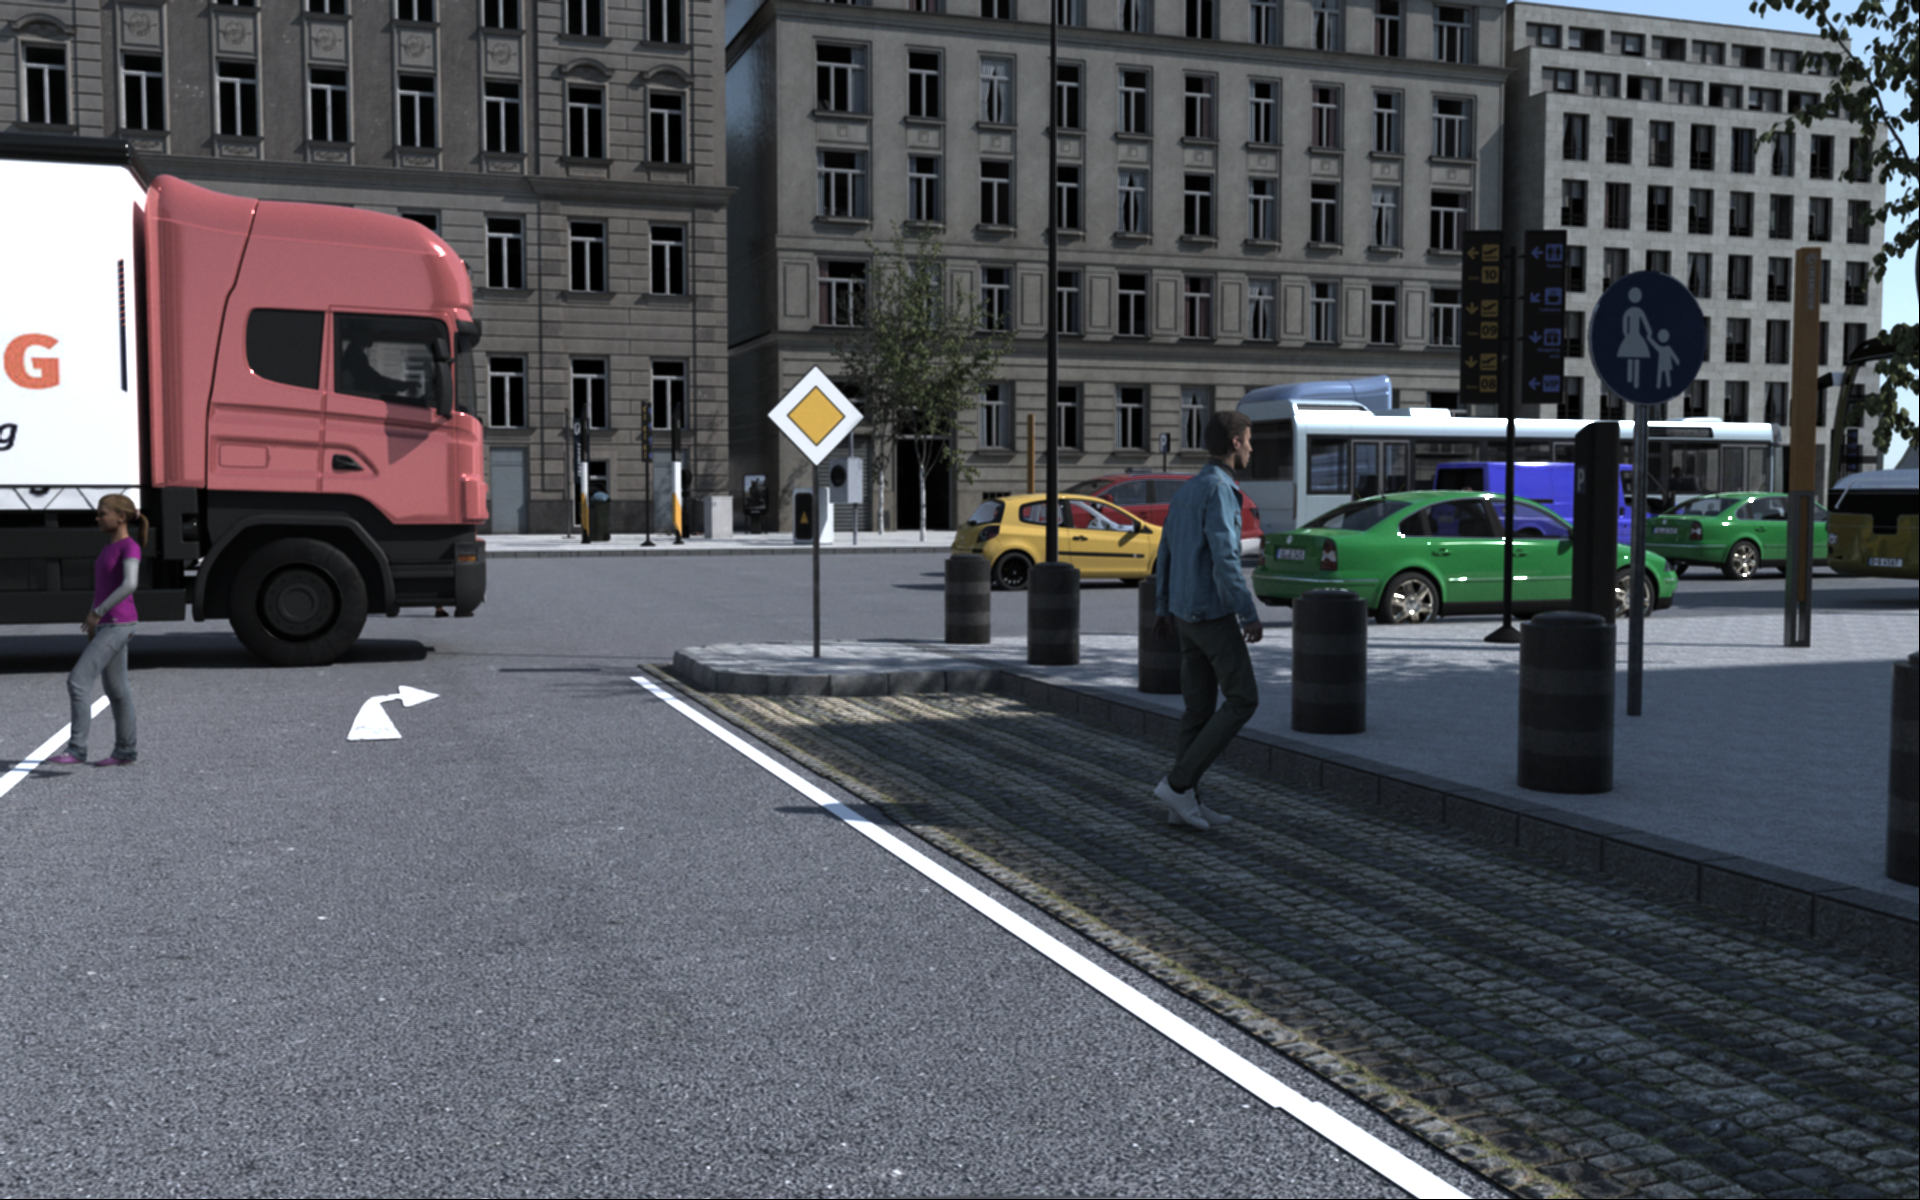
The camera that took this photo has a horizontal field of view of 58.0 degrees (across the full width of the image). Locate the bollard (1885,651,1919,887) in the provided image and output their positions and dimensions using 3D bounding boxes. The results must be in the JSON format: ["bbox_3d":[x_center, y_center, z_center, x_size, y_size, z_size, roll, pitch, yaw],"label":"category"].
[{"bbox_3d":[3.298,0.550,5.729,0.404,0.777,0.398,0,3,0],"label":"bollard"}]

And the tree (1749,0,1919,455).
[{"bbox_3d":[6.861,-3.732,11.375,4.737,8.622,4.395,0,3,0],"label":"tree"}]

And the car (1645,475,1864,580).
[{"bbox_3d":[13.952,-1.295,29.975,4.718,1.807,1.959,-1,4,-21],"label":"car"}]

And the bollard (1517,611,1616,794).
[{"bbox_3d":[2.652,0.437,7.573,0.404,0.777,0.398,0,3,0],"label":"bollard"}]

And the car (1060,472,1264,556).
[{"bbox_3d":[2.842,-1.370,31.068,5.304,1.827,2.281,-1,4,-20],"label":"car"}]

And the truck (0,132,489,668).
[{"bbox_3d":[-9.050,-1.543,14.150,11.283,4.237,2.839,-1,4,-19],"label":"truck"}]

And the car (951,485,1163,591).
[{"bbox_3d":[1.876,-1.013,26.791,3.980,1.641,2.015,-1,4,-18],"label":"car"}]

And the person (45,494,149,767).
[{"bbox_3d":[-4.489,0.174,8.892,0.726,1.435,0.776,3,5,44],"label":"person"}]

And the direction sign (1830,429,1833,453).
[{"bbox_3d":[30.760,-4.179,60.332,0.876,3.537,0.379,1,4,8],"label":"direction sign"}]

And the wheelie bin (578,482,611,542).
[{"bbox_3d":[-9.878,-2.383,46.868,0.980,1.594,0.693,2,4,26],"label":"wheelie bin"}]

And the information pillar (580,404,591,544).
[{"bbox_3d":[-9.736,-3.275,44.893,0.183,3.616,0.504,0,4,-1],"label":"information pillar"}]

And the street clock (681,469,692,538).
[{"bbox_3d":[-8.050,-2.819,50.659,0.358,2.002,0.471,-3,5,-43],"label":"street clock"}]

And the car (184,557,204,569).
[{"bbox_3d":[-13.536,-1.299,33.597,4.827,1.381,2.083,-1,4,-17],"label":"car"}]

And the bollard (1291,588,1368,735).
[{"bbox_3d":[2.007,0.324,9.412,0.404,0.777,0.398,0,3,0],"label":"bollard"}]

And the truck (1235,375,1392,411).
[{"bbox_3d":[14.703,-3.199,42.056,18.799,4.110,2.967,-1,4,-20],"label":"truck"}]

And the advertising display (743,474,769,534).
[{"bbox_3d":[-6.579,-3.096,55.841,0.974,1.923,0.123,2,4,34],"label":"advertising display"}]

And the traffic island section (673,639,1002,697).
[{"bbox_3d":[-1.108,0.530,13.618,2.009,0.180,2.903,-1,4,-19],"label":"traffic island section"}]

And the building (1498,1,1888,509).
[{"bbox_3d":[28.333,-13.369,73.338,16.860,20.320,10.420,-1,4,-19],"label":"building"}]

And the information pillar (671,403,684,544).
[{"bbox_3d":[-7.231,-3.233,44.218,0.183,3.616,0.504,1,4,10],"label":"information pillar"}]

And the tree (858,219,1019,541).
[{"bbox_3d":[-0.859,-5.880,46.498,4.737,8.622,4.395,0,3,0],"label":"tree"}]

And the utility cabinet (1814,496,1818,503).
[{"bbox_3d":[30.261,-3.125,62.256,1.020,1.237,0.306,0,4,-3],"label":"utility cabinet"}]

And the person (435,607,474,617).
[{"bbox_3d":[-5.972,-0.628,20.221,0.566,1.644,0.517,-2,4,-25],"label":"person"}]

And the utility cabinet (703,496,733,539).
[{"bbox_3d":[-7.020,-2.393,50.289,0.306,1.237,1.020,2,4,29],"label":"utility cabinet"}]

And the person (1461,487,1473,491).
[{"bbox_3d":[8.363,-1.088,28.495,0.429,1.552,0.499,0,4,3],"label":"person"}]

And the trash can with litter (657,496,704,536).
[{"bbox_3d":[-8.463,-2.610,53.733,2.233,1.210,1.678,-2,4,-35],"label":"trash can with litter"}]

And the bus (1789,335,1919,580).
[{"bbox_3d":[17.440,-1.984,23.987,12.252,3.916,2.896,-1,4,-18],"label":"bus"}]

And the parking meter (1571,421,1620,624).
[{"bbox_3d":[5.194,-0.517,14.171,0.255,1.863,0.399,0,4,1],"label":"parking meter"}]

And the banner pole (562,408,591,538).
[{"bbox_3d":[-11.139,-3.684,50.250,0.863,3.779,0.401,-1,4,-17],"label":"banner pole"}]

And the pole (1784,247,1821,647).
[{"bbox_3d":[7.039,-1.261,14.467,0.158,3.312,0.155,0,3,0],"label":"pole"}]

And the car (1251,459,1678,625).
[{"bbox_3d":[5.463,-0.594,18.505,4.718,1.807,1.959,-1,4,-20],"label":"car"}]

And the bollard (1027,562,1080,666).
[{"bbox_3d":[0.708,0.098,13.117,0.404,0.777,0.398,0,3,0],"label":"bollard"}]

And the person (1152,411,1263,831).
[{"bbox_3d":[1.028,0.090,7.365,0.444,1.785,0.601,-1,4,-8],"label":"person"}]

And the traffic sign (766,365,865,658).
[{"bbox_3d":[-1.128,-0.605,13.534,0.795,2.450,0.064,-1,4,-19],"label":"traffic sign"}]

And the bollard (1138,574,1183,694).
[{"bbox_3d":[1.359,0.212,11.258,0.404,0.777,0.398,0,3,0],"label":"bollard"}]

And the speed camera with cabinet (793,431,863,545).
[{"bbox_3d":[-3.370,-3.031,43.887,2.038,3.252,0.660,3,5,42],"label":"speed camera with cabinet"}]

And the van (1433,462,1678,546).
[{"bbox_3d":[11.842,-1.802,33.853,5.245,2.365,2.240,-1,4,-20],"label":"van"}]

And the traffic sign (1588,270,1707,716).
[{"bbox_3d":[3.914,-0.604,9.976,0.768,2.556,0.104,-1,4,-14],"label":"traffic sign"}]

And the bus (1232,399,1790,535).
[{"bbox_3d":[12.204,-2.566,36.808,13.247,3.499,2.948,-1,4,-21],"label":"bus"}]

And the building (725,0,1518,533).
[{"bbox_3d":[4.997,-14.392,68.587,30.059,22.955,16.112,-1,4,-19],"label":"building"}]

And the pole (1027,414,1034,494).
[{"bbox_3d":[1.814,-3.092,44.394,0.158,3.312,0.155,0,3,0],"label":"pole"}]

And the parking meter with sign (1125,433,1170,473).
[{"bbox_3d":[5.081,-3.254,49.466,1.738,3.016,0.543,-1,4,-17],"label":"parking meter with sign"}]

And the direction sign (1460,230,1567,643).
[{"bbox_3d":[4.757,-1.404,14.960,0.876,3.537,0.379,0,4,2],"label":"direction sign"}]

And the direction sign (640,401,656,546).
[{"bbox_3d":[-7.695,-3.096,42.611,0.379,3.537,0.876,0,4,4],"label":"direction sign"}]

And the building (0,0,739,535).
[{"bbox_3d":[-20.794,-15.900,57.234,25.104,27.353,12.463,-1,4,-19],"label":"building"}]

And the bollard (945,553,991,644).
[{"bbox_3d":[0.066,-0.014,14.953,0.404,0.777,0.398,0,3,0],"label":"bollard"}]

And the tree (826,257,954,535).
[{"bbox_3d":[-2.294,-6.391,54.856,4.360,8.622,3.978,0,3,0],"label":"tree"}]

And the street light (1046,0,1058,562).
[{"bbox_3d":[0.245,-2.534,13.966,1.470,5.913,1.316,-1,4,-19],"label":"street light"}]
